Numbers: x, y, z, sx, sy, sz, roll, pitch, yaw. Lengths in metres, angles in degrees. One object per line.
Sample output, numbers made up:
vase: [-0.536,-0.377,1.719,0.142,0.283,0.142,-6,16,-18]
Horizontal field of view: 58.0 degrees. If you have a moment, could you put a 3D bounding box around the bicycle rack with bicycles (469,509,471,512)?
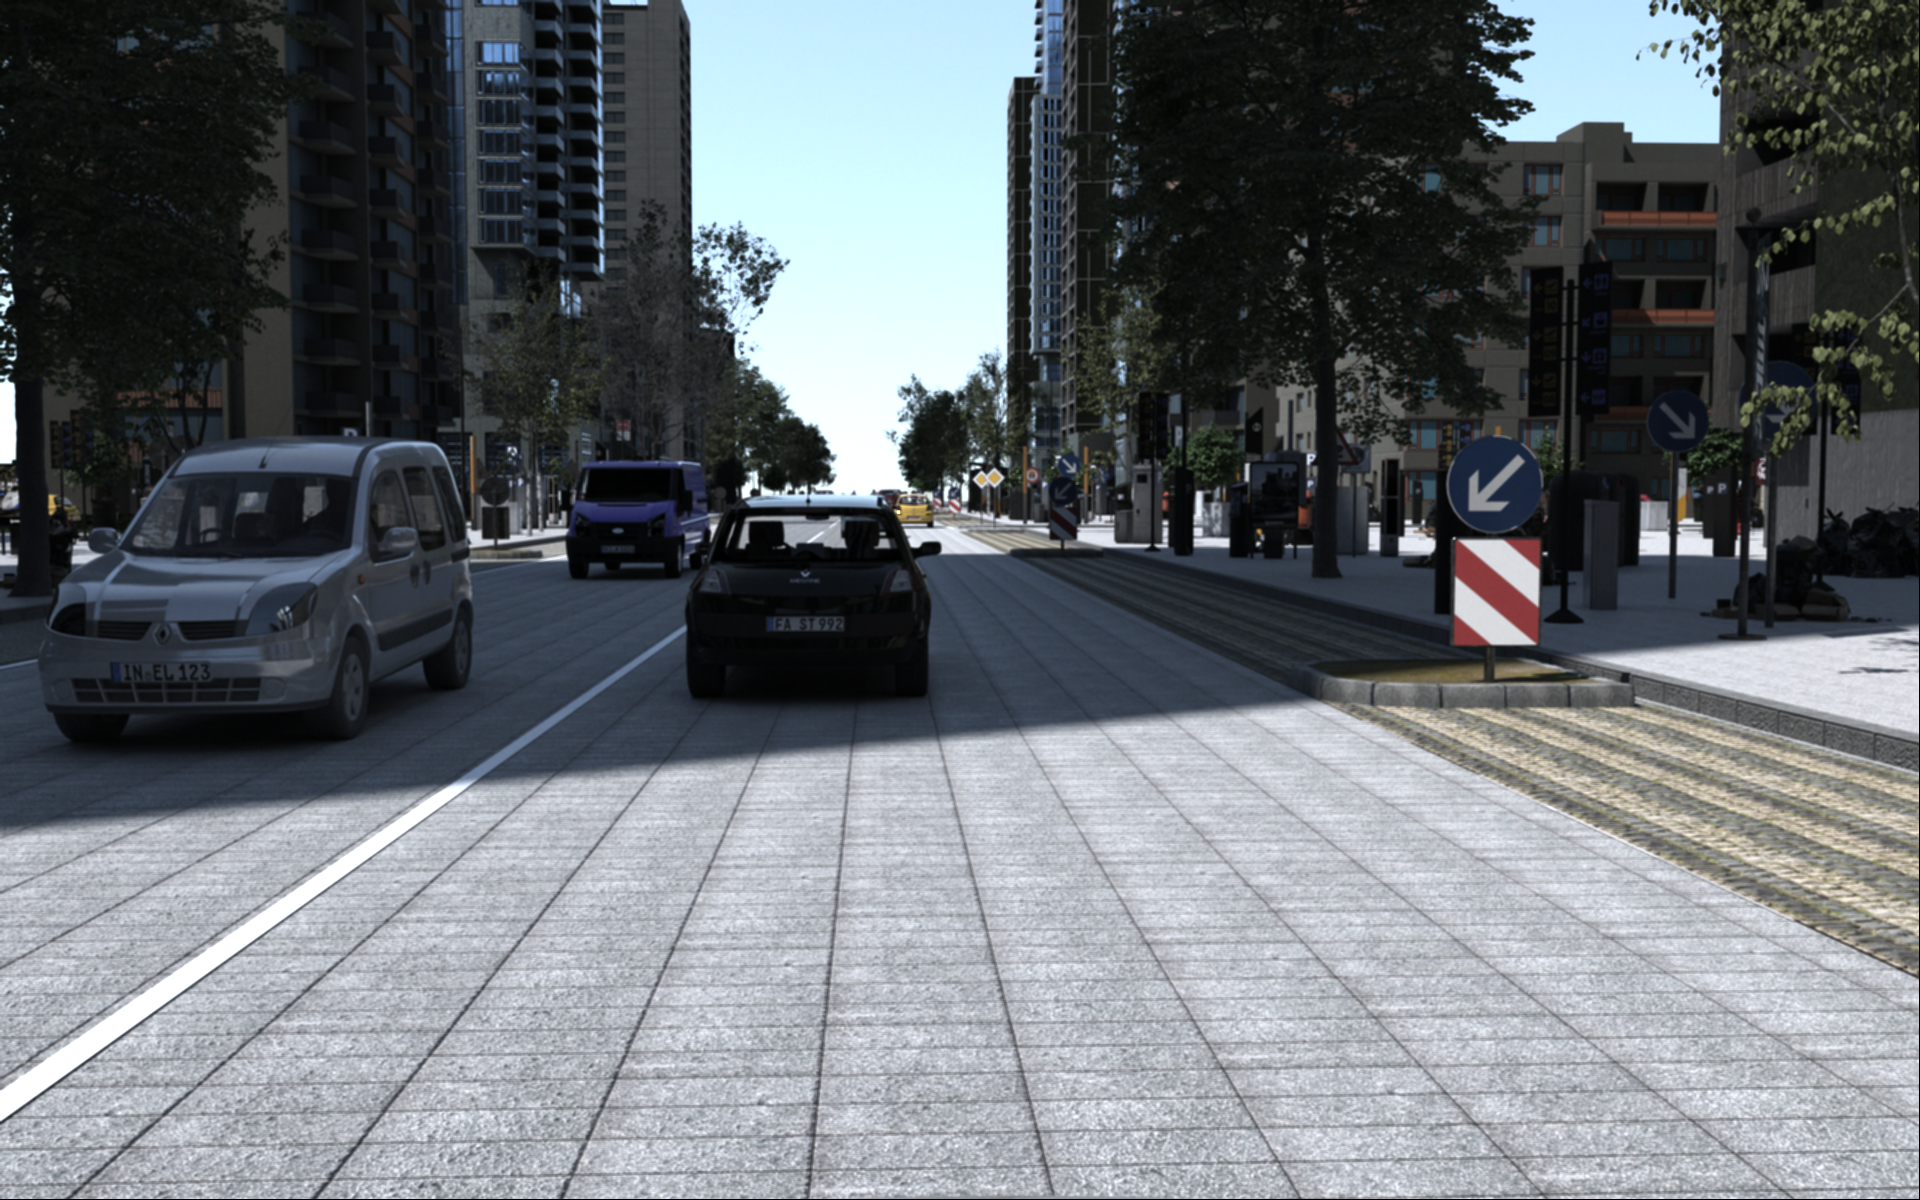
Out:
bicycle rack with bicycles: [-37.593,-6.891,126.043,2.925,0.926,2.852,2,4,26]

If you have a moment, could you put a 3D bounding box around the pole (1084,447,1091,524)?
pole: [5.431,-4.935,74.533,0.158,3.312,0.155,0,3,0]

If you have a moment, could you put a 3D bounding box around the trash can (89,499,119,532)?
trash can: [-23.738,-2.227,48.066,0.748,1.137,0.748,0,3,0]

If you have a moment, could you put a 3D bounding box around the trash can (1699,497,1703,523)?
trash can: [32.819,-3.933,75.961,0.748,1.137,0.748,0,3,0]

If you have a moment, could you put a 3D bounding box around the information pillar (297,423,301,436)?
information pillar: [-21.825,-4.031,57.268,0.183,3.616,0.504,-2,4,-26]

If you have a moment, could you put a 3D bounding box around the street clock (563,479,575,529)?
street clock: [-14.501,-3.654,64.315,0.358,2.002,0.471,1,4,19]

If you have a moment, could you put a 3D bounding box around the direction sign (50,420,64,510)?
direction sign: [-27.882,-3.777,53.751,0.379,3.537,0.876,1,4,10]

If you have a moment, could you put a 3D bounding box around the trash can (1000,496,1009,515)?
trash can: [2.641,-5.703,104.894,0.748,1.137,0.748,0,3,0]

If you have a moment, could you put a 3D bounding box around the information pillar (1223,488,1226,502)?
information pillar: [12.889,-5.690,84.380,0.183,3.616,0.504,1,4,11]

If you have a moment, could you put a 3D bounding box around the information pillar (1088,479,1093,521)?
information pillar: [6.066,-4.696,81.264,0.304,2.012,0.304,0,4,7]

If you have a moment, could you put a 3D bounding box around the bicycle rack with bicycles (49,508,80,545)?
bicycle rack with bicycles: [-23.693,-1.860,43.796,2.852,0.926,2.925,-2,4,-31]

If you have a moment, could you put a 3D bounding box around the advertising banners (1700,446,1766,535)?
advertising banners: [24.209,-3.535,53.978,2.074,3.025,0.090,1,4,13]

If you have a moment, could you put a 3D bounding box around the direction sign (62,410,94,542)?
direction sign: [-23.734,-3.357,46.889,0.379,3.537,0.876,1,4,9]

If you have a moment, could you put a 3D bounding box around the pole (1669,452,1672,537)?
pole: [21.418,-3.554,51.943,0.158,3.312,0.155,0,3,0]

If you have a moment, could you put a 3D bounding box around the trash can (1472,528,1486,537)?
trash can: [8.183,-0.915,26.611,0.748,1.137,0.748,0,3,0]

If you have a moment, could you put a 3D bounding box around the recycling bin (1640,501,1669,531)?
recycling bin: [24.087,-2.907,60.081,0.722,1.027,0.722,0,4,3]

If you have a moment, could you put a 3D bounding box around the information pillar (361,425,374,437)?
information pillar: [-20.263,-4.158,59.345,0.504,3.616,0.183,-3,5,-42]

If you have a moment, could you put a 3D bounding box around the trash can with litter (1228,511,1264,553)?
trash can with litter: [6.429,-1.618,37.848,1.055,1.170,0.624,-1,4,-22]

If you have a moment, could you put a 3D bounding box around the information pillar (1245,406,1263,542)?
information pillar: [7.891,-3.369,46.441,0.504,3.616,0.183,2,4,30]

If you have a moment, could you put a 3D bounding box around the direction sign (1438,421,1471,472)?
direction sign: [15.385,-3.778,53.761,0.876,3.537,0.379,1,4,22]

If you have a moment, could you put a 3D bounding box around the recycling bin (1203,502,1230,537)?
recycling bin: [7.786,-2.418,52.084,0.722,1.027,0.722,-3,5,-45]

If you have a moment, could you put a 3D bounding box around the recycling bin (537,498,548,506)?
recycling bin: [-26.734,-5.982,110.362,0.722,1.027,0.722,1,4,16]

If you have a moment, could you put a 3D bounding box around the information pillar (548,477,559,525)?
information pillar: [-17.112,-4.185,72.911,0.304,2.012,0.304,2,4,30]

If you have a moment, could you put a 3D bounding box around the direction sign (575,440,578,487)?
direction sign: [-16.120,-4.951,72.944,0.379,3.537,0.876,-1,4,-18]

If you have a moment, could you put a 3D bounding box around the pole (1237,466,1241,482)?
pole: [17.824,-7.151,110.755,0.158,3.312,0.155,0,3,0]

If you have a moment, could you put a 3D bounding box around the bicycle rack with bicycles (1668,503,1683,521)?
bicycle rack with bicycles: [32.778,-4.245,82.783,2.852,0.926,2.925,-1,4,-8]

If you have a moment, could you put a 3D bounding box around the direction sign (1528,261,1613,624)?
direction sign: [6.045,-1.544,17.236,0.379,3.537,0.876,-3,5,-39]

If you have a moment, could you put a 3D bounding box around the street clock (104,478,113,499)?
street clock: [-38.026,-4.454,77.386,0.358,2.002,0.471,0,4,-4]

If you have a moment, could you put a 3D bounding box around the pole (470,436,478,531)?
pole: [-17.021,-4.085,60.626,0.158,3.312,0.155,0,3,0]

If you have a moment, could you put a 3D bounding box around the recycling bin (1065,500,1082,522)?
recycling bin: [5.387,-4.323,83.243,0.722,1.027,0.722,2,4,23]

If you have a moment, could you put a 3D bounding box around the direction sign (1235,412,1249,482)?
direction sign: [7.949,-3.432,48.107,0.379,3.537,0.876,1,4,14]

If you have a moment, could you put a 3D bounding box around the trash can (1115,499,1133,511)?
trash can: [4.465,-2.094,45.891,0.748,1.137,0.748,0,3,0]

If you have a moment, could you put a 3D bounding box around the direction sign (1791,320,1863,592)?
direction sign: [11.377,-1.886,22.828,0.379,3.537,0.876,-3,5,-44]

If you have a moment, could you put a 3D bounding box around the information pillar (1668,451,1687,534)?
information pillar: [22.970,-3.916,55.380,0.504,3.616,0.183,0,4,3]

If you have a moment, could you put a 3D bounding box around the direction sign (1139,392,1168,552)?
direction sign: [4.315,-2.857,38.713,0.876,3.537,0.379,-3,4,-39]

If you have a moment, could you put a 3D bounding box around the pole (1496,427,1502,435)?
pole: [16.269,-3.582,52.409,0.158,3.312,0.155,0,3,0]

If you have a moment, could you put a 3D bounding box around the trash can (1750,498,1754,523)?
trash can: [25.699,-2.774,57.010,0.748,1.137,0.748,0,3,0]

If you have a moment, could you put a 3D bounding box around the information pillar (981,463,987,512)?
information pillar: [1.786,-8.238,126.048,0.504,3.616,0.183,-2,4,-32]

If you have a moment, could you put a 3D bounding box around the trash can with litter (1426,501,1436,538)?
trash can with litter: [14.249,-2.447,51.402,0.624,1.170,1.055,3,4,36]

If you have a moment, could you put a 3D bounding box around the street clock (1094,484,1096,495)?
street clock: [8.404,-6.301,107.583,0.471,2.002,0.358,1,4,23]

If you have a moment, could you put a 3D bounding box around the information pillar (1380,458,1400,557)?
information pillar: [8.825,-1.900,35.562,0.304,2.012,0.304,0,4,-4]

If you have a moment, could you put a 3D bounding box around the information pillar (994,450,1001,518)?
information pillar: [1.998,-6.210,92.894,0.183,3.616,0.504,3,4,38]

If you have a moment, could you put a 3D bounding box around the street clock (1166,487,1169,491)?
street clock: [11.596,-5.560,95.480,0.471,2.002,0.358,3,5,40]

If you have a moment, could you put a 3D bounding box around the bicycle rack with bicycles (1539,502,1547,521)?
bicycle rack with bicycles: [26.149,-4.077,80.038,2.925,0.926,2.852,-3,5,-39]

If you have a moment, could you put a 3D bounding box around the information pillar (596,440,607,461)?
information pillar: [-15.556,-5.122,75.098,0.504,3.616,0.183,1,4,9]

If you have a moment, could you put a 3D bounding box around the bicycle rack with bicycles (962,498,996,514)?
bicycle rack with bicycles: [1.939,-6.095,113.039,2.925,0.926,2.852,1,4,12]

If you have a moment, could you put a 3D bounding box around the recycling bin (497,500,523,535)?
recycling bin: [-14.288,-2.590,54.898,0.722,1.027,0.722,0,4,-6]

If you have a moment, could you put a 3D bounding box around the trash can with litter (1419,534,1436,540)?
trash can with litter: [13.803,-2.271,48.185,1.678,1.210,2.233,-2,4,-31]

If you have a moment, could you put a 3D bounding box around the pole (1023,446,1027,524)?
pole: [2.783,-4.898,73.930,0.158,3.312,0.155,0,3,0]
